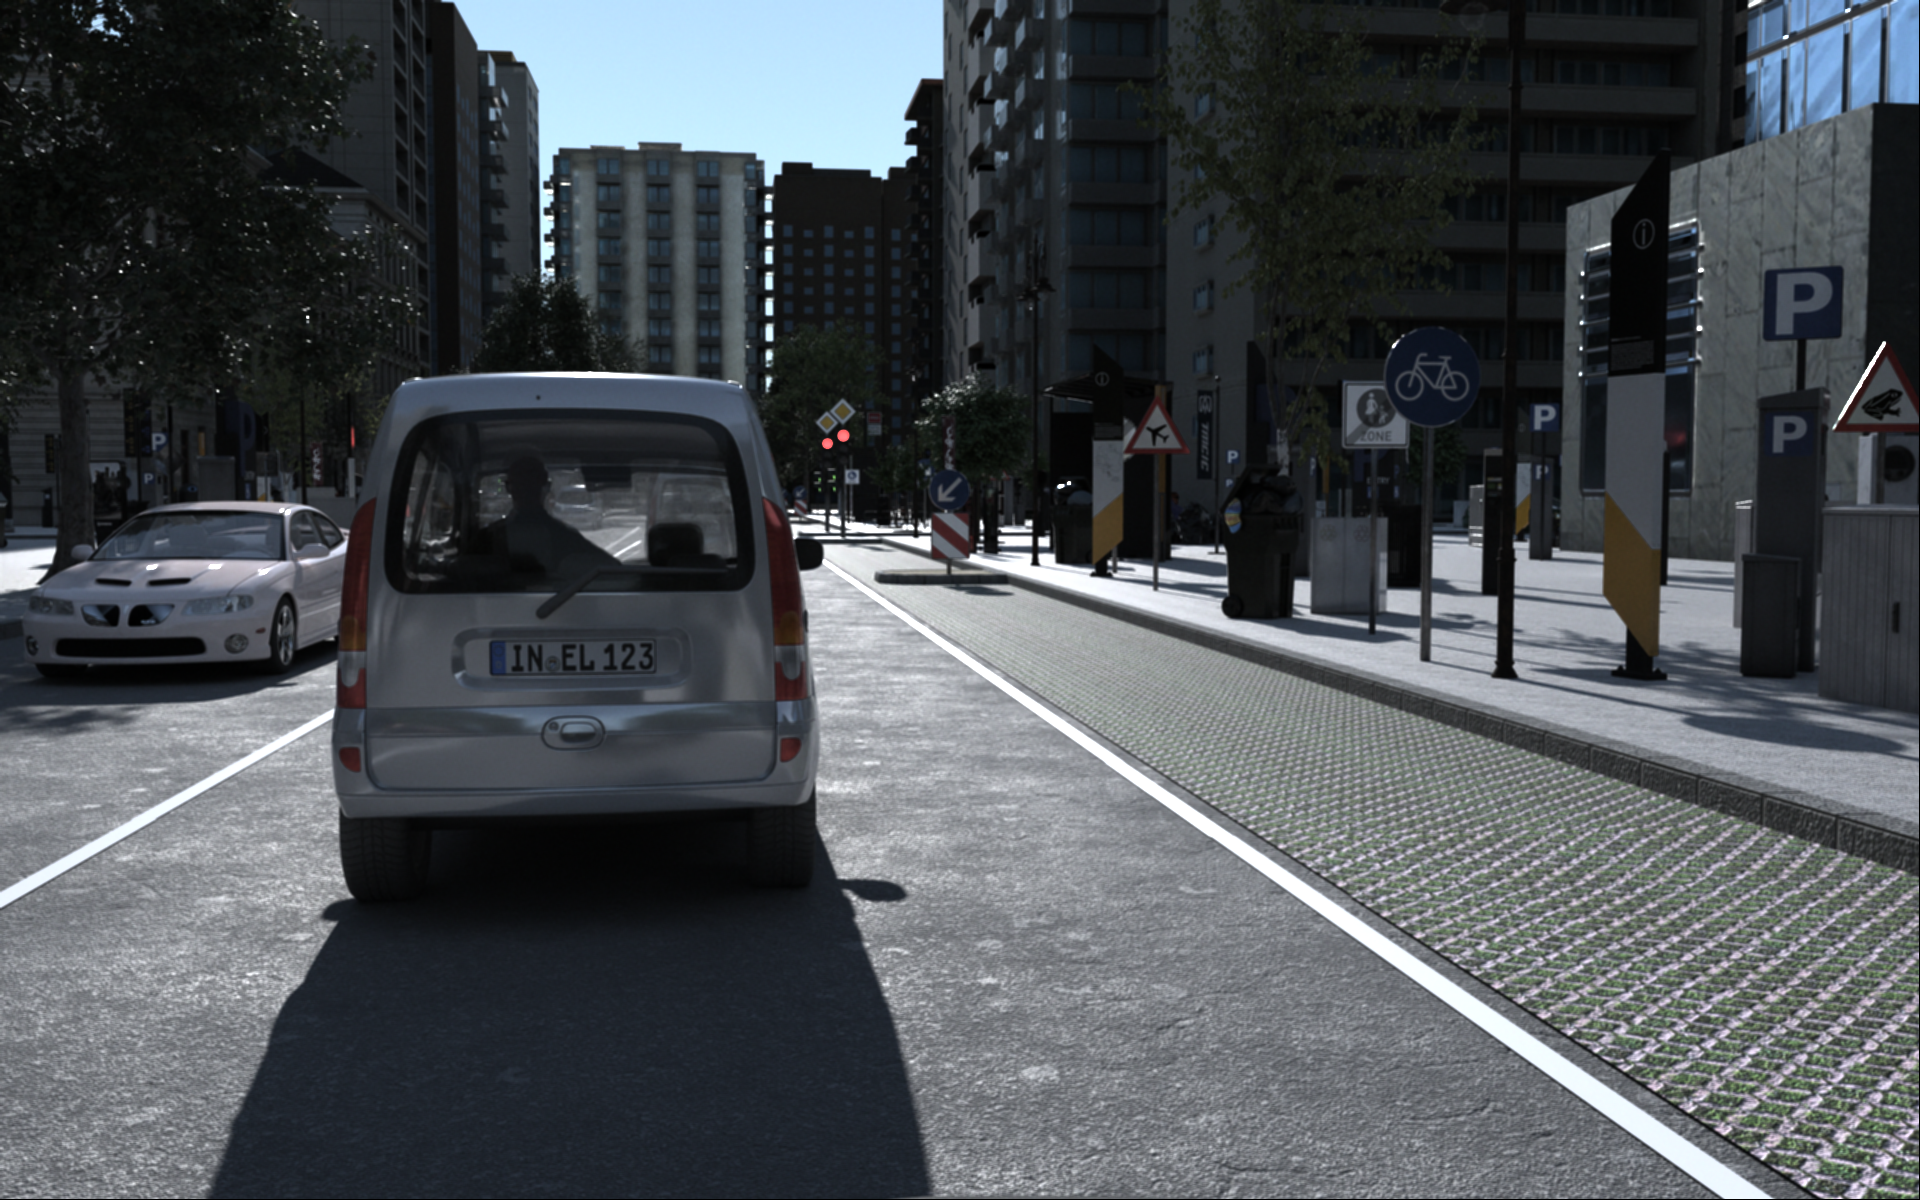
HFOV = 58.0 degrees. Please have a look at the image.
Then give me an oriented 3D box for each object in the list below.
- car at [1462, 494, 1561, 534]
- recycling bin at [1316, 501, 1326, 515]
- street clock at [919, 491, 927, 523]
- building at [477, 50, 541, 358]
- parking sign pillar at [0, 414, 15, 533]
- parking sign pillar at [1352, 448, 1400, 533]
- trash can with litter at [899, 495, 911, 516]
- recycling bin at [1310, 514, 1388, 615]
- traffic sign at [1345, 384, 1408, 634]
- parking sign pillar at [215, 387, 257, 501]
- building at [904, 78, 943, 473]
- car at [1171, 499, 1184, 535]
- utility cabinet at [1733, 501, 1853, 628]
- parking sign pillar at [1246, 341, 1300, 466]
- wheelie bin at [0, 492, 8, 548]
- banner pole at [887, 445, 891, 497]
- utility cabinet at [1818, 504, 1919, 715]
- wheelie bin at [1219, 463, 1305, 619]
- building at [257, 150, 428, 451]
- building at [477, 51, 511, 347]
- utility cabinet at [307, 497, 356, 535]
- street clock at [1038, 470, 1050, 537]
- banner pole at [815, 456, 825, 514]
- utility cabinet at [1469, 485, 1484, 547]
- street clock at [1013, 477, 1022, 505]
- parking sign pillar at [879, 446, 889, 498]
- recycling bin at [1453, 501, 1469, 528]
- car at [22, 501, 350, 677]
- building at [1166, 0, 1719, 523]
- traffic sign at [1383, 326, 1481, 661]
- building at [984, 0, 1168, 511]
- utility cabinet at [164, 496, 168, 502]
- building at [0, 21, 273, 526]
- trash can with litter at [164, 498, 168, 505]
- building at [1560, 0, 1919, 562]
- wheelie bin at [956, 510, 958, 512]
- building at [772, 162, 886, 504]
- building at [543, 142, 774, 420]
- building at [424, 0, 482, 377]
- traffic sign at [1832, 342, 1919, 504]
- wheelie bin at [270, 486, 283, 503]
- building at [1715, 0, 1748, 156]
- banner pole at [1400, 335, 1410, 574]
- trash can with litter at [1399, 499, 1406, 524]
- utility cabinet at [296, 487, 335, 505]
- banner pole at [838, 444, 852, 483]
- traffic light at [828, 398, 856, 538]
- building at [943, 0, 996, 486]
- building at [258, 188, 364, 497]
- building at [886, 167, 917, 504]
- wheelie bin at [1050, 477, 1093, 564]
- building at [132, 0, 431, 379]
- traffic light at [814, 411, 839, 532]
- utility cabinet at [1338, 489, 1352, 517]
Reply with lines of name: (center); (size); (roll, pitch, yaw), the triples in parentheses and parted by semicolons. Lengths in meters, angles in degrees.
car: (19.466, -2.854, 58.454); (4.920, 1.459, 2.131); (0, 4, -8)
recycling bin: (13.457, -3.250, 65.698); (0.722, 1.027, 0.722); (0, 4, 1)
street clock: (-1.633, -4.450, 77.323); (0.358, 2.002, 0.471); (0, 4, -5)
building: (-70.936, -42.237, 232.568); (28.212, 58.520, 21.231); (0, 4, -8)
parking sign pillar: (-32.119, -4.206, 57.237); (1.447, 3.967, 1.447); (-1, 4, -20)
parking sign pillar: (12.123, -3.793, 50.482); (1.447, 3.967, 1.447); (3, 4, 37)
trash can with litter: (-3.085, -5.677, 103.882); (1.678, 1.210, 2.233); (3, 4, 37)
recycling bin: (4.208, -0.377, 18.717); (0.722, 1.027, 0.722); (1, 4, 21)
traffic sign: (3.770, -0.835, 15.778); (0.606, 2.300, 0.079); (0, 4, -1)
parking sign pillar: (-15.245, -2.939, 36.525); (1.447, 3.967, 1.447); (0, 4, -5)
building: (5.743, -32.314, 182.961); (22.147, 44.769, 28.867); (0, 4, -8)
car: (5.334, -2.620, 55.423); (3.894, 1.354, 1.945); (-1, 4, -8)
utility cabinet: (7.960, -0.331, 16.577); (1.020, 1.237, 0.306); (0, 4, -6)
parking sign pillar: (5.606, -2.602, 31.008); (1.447, 3.967, 1.447); (3, 4, 37)
wheelie bin: (-23.022, -2.021, 40.955); (0.693, 1.594, 0.980); (0, 4, -2)
banner pole: (-3.438, -6.066, 89.203); (0.401, 3.779, 0.863); (3, 5, 43)
utility cabinet: (5.639, 0.043, 10.455); (0.306, 1.237, 1.020); (-1, 4, -9)
wheelie bin: (3.163, -0.618, 18.017); (0.693, 1.594, 0.980); (3, 5, 40)
building: (-43.447, -17.681, 117.964); (11.050, 23.489, 19.941); (0, 4, -8)
building: (-62.032, -34.068, 176.622); (30.456, 49.044, 23.786); (0, 4, -8)
utility cabinet: (-13.526, -1.594, 37.224); (1.020, 1.237, 0.306); (-2, 4, -34)
street clock: (2.438, -2.894, 51.888); (0.471, 2.002, 0.358); (2, 4, 27)
banner pole: (-9.220, -7.599, 114.254); (0.863, 3.779, 0.401); (-3, 5, -44)
utility cabinet: (12.652, -2.024, 41.774); (0.318, 1.500, 1.173); (0, 4, -7)
street clock: (2.467, -4.256, 74.157); (0.358, 2.002, 0.471); (2, 4, 25)
parking sign pillar: (-4.684, -6.693, 97.904); (1.447, 3.967, 1.447); (-1, 4, -18)
recycling bin: (19.232, -3.269, 66.002); (0.722, 1.027, 0.722); (2, 4, 26)
car: (-6.454, -0.170, 15.147); (2.083, 1.381, 4.827); (0, 4, -7)
building: (21.586, -28.231, 85.279); (21.600, 48.544, 21.300); (0, 4, -8)
traffic sign: (3.581, -0.804, 13.251); (0.768, 2.556, 0.104); (0, 4, -7)
building: (13.693, -30.047, 110.879); (23.786, 49.044, 30.456); (0, 4, -8)
utility cabinet: (-27.513, -2.956, 59.495); (0.306, 1.237, 1.020); (1, 4, 19)
building: (-39.477, -14.778, 77.783); (11.583, 22.565, 21.152); (0, 4, -8)
trash can with litter: (-25.944, -2.718, 55.834); (1.055, 1.170, 0.624); (-2, 4, -27)
building: (26.734, -43.434, 22.815); (22.319, 86.520, 31.000); (0, 4, -8)
wheelie bin: (-0.011, -5.035, 90.233); (0.693, 1.594, 0.980); (-1, 4, -23)
building: (-18.321, -35.903, 237.128); (14.200, 45.320, 14.600); (0, 4, -8)
building: (-41.060, -37.857, 238.564); (30.456, 49.044, 23.786); (0, 4, -8)
building: (-51.120, -30.917, 155.605); (14.600, 45.320, 14.200); (0, 4, -8)
traffic sign: (7.912, -0.911, 14.899); (0.884, 2.594, 0.081); (0, 4, -2)
wheelie bin: (-26.391, -3.589, 66.581); (0.693, 1.594, 0.980); (-2, 4, -31)
building: (50.521, -39.728, 87.802); (20.611, 71.187, 20.563); (0, 4, -8)
banner pole: (6.959, -2.264, 27.037); (0.401, 3.779, 0.863); (0, 4, 7)
trash can with litter: (19.094, -3.861, 74.509); (1.055, 1.170, 0.624); (3, 5, 44)
utility cabinet: (-21.045, -2.931, 56.608); (1.173, 1.500, 0.318); (-2, 4, -30)
banner pole: (-5.706, -5.917, 86.760); (0.863, 3.779, 0.401); (-1, 4, -11)
traffic light: (-3.446, -3.778, 50.696); (0.839, 4.253, 0.868); (0, 4, -8)
building: (13.411, -34.581, 154.646); (28.713, 52.752, 27.495); (0, 4, -8)
building: (-40.961, -14.315, 98.677); (10.561, 19.102, 19.286); (0, 4, -8)
building: (-4.178, -36.117, 240.618); (14.200, 45.320, 14.600); (0, 4, -8)
wheelie bin: (2.110, -1.471, 31.963); (0.980, 1.594, 0.693); (3, 5, 45)
building: (-51.374, -42.752, 137.252); (20.563, 71.187, 20.611); (0, 4, -8)
traffic light: (-4.514, -4.262, 58.609); (0.839, 4.253, 0.868); (0, 4, -8)
utility cabinet: (16.175, -3.911, 72.624); (0.318, 1.500, 1.173); (2, 4, 26)
